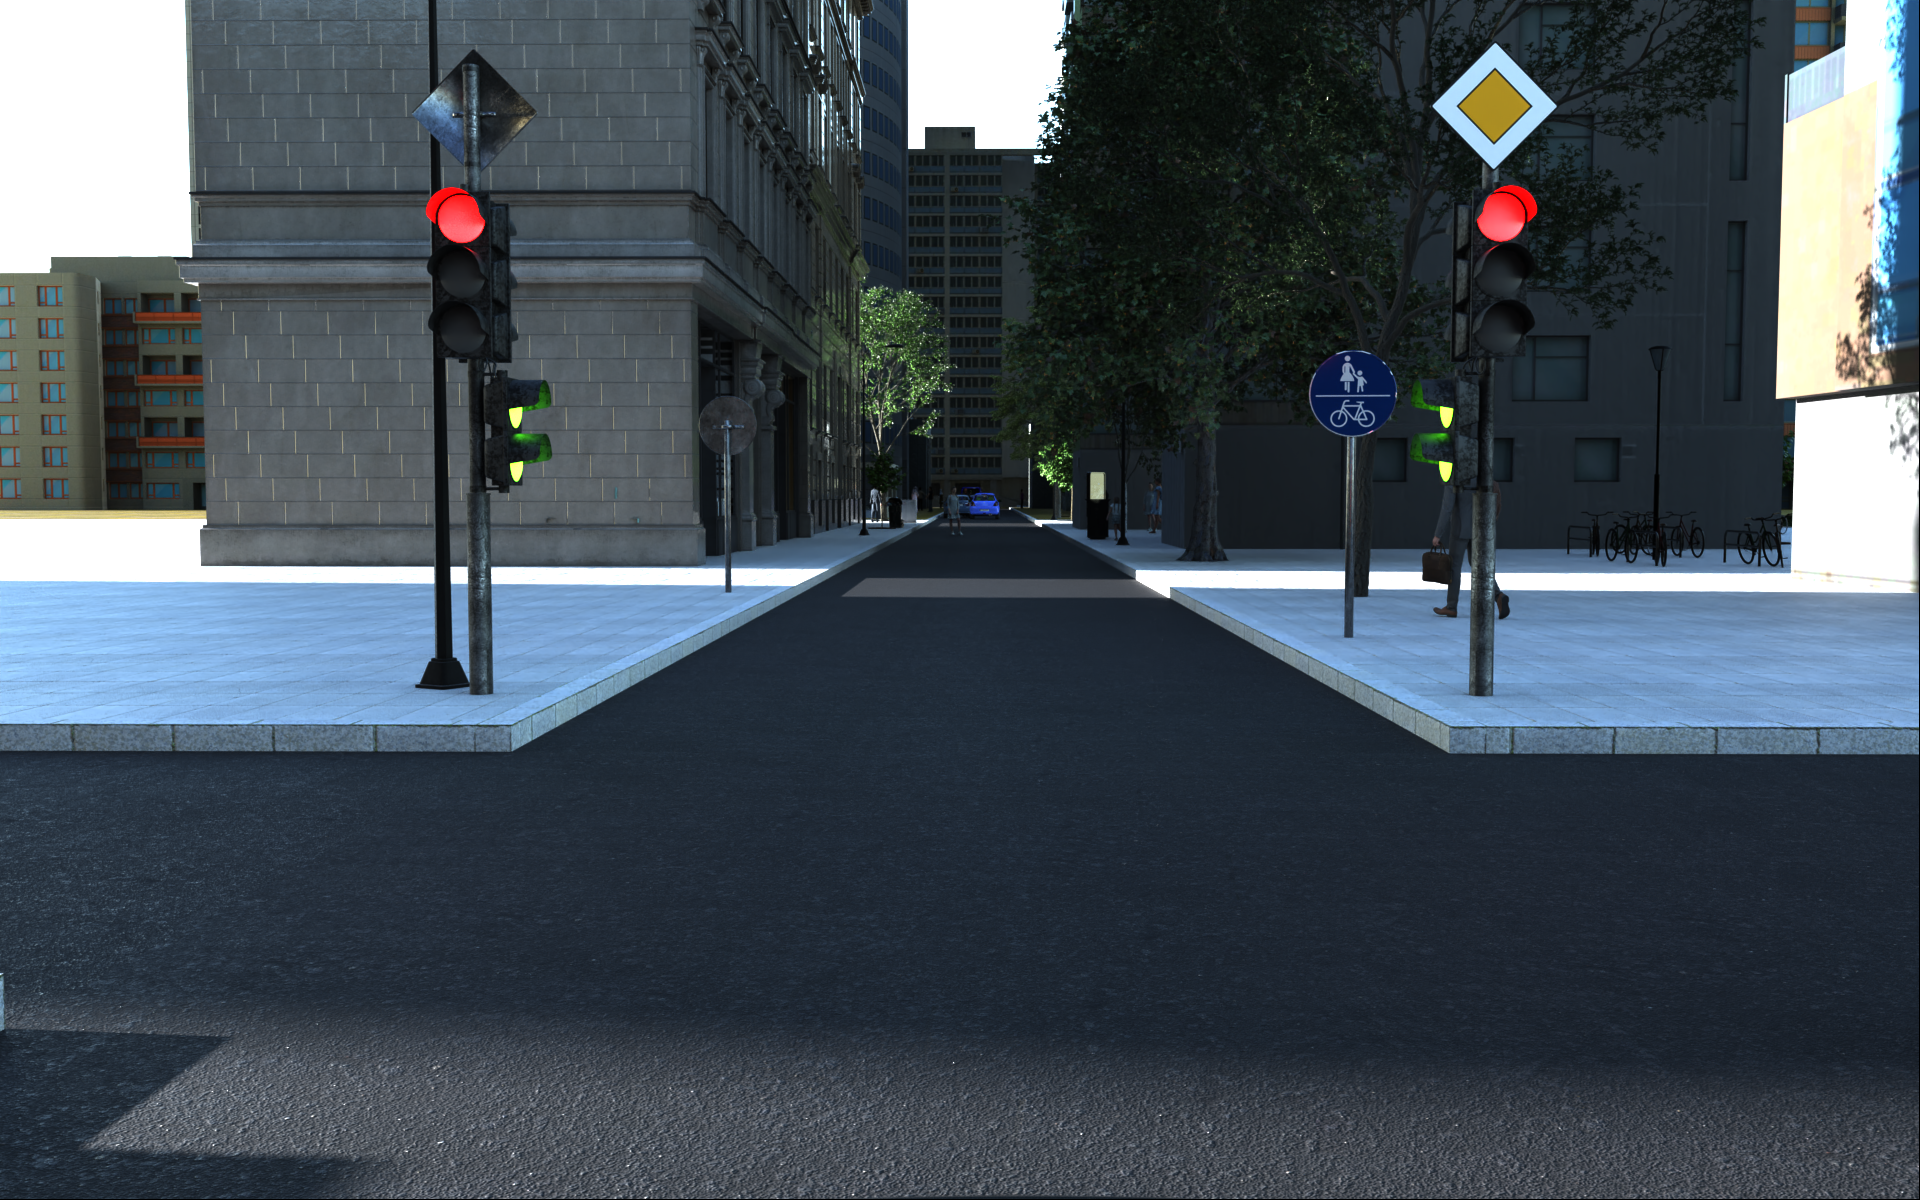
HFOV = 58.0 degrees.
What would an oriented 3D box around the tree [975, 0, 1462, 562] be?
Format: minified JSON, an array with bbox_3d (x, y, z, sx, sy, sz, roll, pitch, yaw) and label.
[{"bbox_3d":[4.785,-7.099,33.080,9.611,12.733,9.660,0,3,0],"label":"tree"}]

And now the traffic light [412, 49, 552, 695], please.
[{"bbox_3d":[-3.056,-1.350,11.001,0.839,4.253,0.868,0,4,1],"label":"traffic light"}]

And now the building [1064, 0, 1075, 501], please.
[{"bbox_3d":[18.322,-30.253,114.242,23.786,49.044,30.456,0,4,1],"label":"building"}]

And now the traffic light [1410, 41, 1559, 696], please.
[{"bbox_3d":[3.305,-1.346,10.935,0.839,4.253,0.868,0,4,1],"label":"traffic light"}]

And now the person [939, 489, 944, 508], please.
[{"bbox_3d":[-1.615,-9.102,155.594,0.721,1.736,1.217,0,4,-7],"label":"person"}]

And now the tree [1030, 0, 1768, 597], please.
[{"bbox_3d":[5.041,-5.299,21.051,8.767,10.594,7.601,-1,4,-15],"label":"tree"}]

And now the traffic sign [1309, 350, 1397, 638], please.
[{"bbox_3d":[3.479,-0.937,15.422,0.768,2.556,0.104,0,4,5],"label":"traffic sign"}]

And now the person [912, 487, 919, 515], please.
[{"bbox_3d":[-2.749,-6.090,106.290,0.551,1.740,0.621,3,4,37],"label":"person"}]

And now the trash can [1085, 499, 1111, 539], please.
[{"bbox_3d":[3.909,-2.290,49.088,0.748,1.137,0.748,0,3,0],"label":"trash can"}]

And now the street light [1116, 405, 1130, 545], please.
[{"bbox_3d":[3.556,-4.335,43.421,1.470,5.913,1.316,0,4,1],"label":"street light"}]

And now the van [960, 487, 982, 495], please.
[{"bbox_3d":[1.064,-9.169,154.299,2.240,2.365,5.245,0,4,2],"label":"van"}]

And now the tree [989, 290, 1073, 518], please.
[{"bbox_3d":[5.212,-10.639,92.077,7.486,12.596,7.792,0,3,0],"label":"tree"}]

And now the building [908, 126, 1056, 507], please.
[{"bbox_3d":[-1.119,-30.201,185.660,23.993,40.220,32.217,0,4,1],"label":"building"}]

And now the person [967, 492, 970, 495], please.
[{"bbox_3d":[0.623,-8.006,140.873,0.415,1.643,0.593,1,4,22],"label":"person"}]

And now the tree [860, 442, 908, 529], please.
[{"bbox_3d":[-2.743,-4.236,63.861,1.663,3.219,1.824,0,3,0],"label":"tree"}]

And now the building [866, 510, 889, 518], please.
[{"bbox_3d":[-19.911,-24.878,98.643,32.217,40.220,23.993,0,4,1],"label":"building"}]

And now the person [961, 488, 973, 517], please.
[{"bbox_3d":[0.356,-6.138,108.993,1.348,1.807,0.705,-3,4,-37],"label":"person"}]

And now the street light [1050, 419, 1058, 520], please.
[{"bbox_3d":[4.126,-6.928,85.812,1.470,5.913,1.316,0,4,1],"label":"street light"}]

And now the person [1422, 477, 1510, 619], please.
[{"bbox_3d":[5.226,-0.724,17.850,0.622,1.834,0.822,-2,4,-35],"label":"person"}]

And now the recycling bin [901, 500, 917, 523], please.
[{"bbox_3d":[-2.321,-3.979,77.606,0.722,1.027,0.722,0,4,-3],"label":"recycling bin"}]

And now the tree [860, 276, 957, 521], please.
[{"bbox_3d":[-3.744,-9.551,81.911,9.928,11.665,9.643,0,3,0],"label":"tree"}]

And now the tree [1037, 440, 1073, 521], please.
[{"bbox_3d":[5.380,-6.033,82.353,4.285,4.588,4.351,0,3,0],"label":"tree"}]

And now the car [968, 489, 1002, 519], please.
[{"bbox_3d":[1.431,-5.517,99.799,1.945,1.707,3.694,0,4,2],"label":"car"}]

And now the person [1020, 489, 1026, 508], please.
[{"bbox_3d":[5.601,-9.026,154.301,0.721,1.739,1.217,2,4,26],"label":"person"}]

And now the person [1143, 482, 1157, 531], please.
[{"bbox_3d":[6.625,-3.247,60.142,0.512,1.701,0.522,2,4,26],"label":"person"}]

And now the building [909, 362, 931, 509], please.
[{"bbox_3d":[-18.361,-51.140,148.808,31.000,86.520,22.319,0,4,1],"label":"building"}]

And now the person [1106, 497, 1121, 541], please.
[{"bbox_3d":[4.289,-2.238,47.641,0.505,1.210,0.382,-1,4,-12],"label":"person"}]

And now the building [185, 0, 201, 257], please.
[{"bbox_3d":[-66.646,-45.418,180.839,20.611,71.187,20.563,0,4,1],"label":"building"}]

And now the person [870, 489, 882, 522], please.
[{"bbox_3d":[-3.818,-4.423,78.785,0.576,1.772,0.534,0,4,4],"label":"person"}]

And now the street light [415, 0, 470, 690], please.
[{"bbox_3d":[-2.889,-2.372,11.329,1.470,5.913,1.316,0,4,1],"label":"street light"}]

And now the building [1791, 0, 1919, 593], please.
[{"bbox_3d":[19.106,-22.470,17.499,14.200,45.320,14.600,0,4,1],"label":"building"}]

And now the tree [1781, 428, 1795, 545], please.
[{"bbox_3d":[20.726,-3.052,44.495,1.663,3.219,1.824,0,3,0],"label":"tree"}]

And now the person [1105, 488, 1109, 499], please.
[{"bbox_3d":[4.220,-2.916,53.083,0.648,1.900,0.474,-1,4,-14],"label":"person"}]

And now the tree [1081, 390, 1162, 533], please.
[{"bbox_3d":[5.529,-6.543,57.340,4.360,8.622,3.978,0,3,0],"label":"tree"}]

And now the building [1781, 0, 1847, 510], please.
[{"bbox_3d":[67.127,-30.218,148.685,28.867,44.769,22.147,0,4,1],"label":"building"}]

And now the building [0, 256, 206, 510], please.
[{"bbox_3d":[-63.083,-18.597,149.095,28.899,21.520,27.650,0,4,1],"label":"building"}]

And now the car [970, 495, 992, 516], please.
[{"bbox_3d":[1.262,-6.354,115.891,2.014,1.417,4.499,0,4,1],"label":"car"}]

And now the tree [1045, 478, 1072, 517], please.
[{"bbox_3d":[5.747,-6.327,98.051,1.663,3.219,1.824,0,3,0],"label":"tree"}]

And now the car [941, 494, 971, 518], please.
[{"bbox_3d":[-0.116,-5.648,104.348,2.014,1.417,4.499,0,4,0],"label":"car"}]

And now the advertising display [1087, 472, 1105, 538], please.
[{"bbox_3d":[3.981,-2.783,50.708,0.123,1.923,0.974,2,4,31],"label":"advertising display"}]

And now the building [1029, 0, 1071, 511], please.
[{"bbox_3d":[17.408,-50.833,143.783,22.319,86.520,31.000,0,4,1],"label":"building"}]

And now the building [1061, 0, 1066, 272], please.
[{"bbox_3d":[24.921,-39.026,180.077,28.212,58.520,21.231,0,4,1],"label":"building"}]

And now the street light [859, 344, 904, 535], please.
[{"bbox_3d":[-2.441,-4.965,53.721,1.470,5.913,1.316,0,4,1],"label":"street light"}]

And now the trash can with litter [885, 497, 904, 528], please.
[{"bbox_3d":[-2.466,-3.337,65.939,0.624,1.170,1.055,1,4,9],"label":"trash can with litter"}]

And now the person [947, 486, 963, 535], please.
[{"bbox_3d":[-0.221,-3.135,60.755,0.512,1.701,0.522,-2,4,-28],"label":"person"}]

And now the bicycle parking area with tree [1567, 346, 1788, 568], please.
[{"bbox_3d":[16.202,-2.850,33.598,8.231,4.147,9.016,1,4,18],"label":"bicycle parking area with tree"}]

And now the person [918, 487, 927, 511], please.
[{"bbox_3d":[-3.061,-7.835,134.149,1.348,1.823,0.705,1,4,19],"label":"person"}]

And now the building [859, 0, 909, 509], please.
[{"bbox_3d":[-14.774,-35.601,124.074,21.231,58.520,28.212,0,4,1],"label":"building"}]

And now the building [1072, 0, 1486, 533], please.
[{"bbox_3d":[11.429,-23.509,67.966,14.154,41.232,14.086,0,4,1],"label":"building"}]

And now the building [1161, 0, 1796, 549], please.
[{"bbox_3d":[12.336,-22.160,45.908,14.154,41.232,14.086,0,4,1],"label":"building"}]

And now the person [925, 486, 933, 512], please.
[{"bbox_3d":[-2.131,-7.152,122.994,0.705,1.822,1.348,1,4,21],"label":"person"}]

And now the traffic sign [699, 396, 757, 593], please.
[{"bbox_3d":[-3.020,-1.370,22.504,0.768,2.556,0.104,0,4,7],"label":"traffic sign"}]

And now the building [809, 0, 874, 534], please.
[{"bbox_3d":[-10.149,-16.316,64.026,12.463,27.353,25.104,0,4,1],"label":"building"}]

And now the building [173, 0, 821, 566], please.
[{"bbox_3d":[-9.062,-11.044,31.477,10.553,20.767,40.483,0,4,1],"label":"building"}]

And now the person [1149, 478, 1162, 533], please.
[{"bbox_3d":[6.471,-3.054,56.078,0.778,1.811,0.616,3,4,37],"label":"person"}]
